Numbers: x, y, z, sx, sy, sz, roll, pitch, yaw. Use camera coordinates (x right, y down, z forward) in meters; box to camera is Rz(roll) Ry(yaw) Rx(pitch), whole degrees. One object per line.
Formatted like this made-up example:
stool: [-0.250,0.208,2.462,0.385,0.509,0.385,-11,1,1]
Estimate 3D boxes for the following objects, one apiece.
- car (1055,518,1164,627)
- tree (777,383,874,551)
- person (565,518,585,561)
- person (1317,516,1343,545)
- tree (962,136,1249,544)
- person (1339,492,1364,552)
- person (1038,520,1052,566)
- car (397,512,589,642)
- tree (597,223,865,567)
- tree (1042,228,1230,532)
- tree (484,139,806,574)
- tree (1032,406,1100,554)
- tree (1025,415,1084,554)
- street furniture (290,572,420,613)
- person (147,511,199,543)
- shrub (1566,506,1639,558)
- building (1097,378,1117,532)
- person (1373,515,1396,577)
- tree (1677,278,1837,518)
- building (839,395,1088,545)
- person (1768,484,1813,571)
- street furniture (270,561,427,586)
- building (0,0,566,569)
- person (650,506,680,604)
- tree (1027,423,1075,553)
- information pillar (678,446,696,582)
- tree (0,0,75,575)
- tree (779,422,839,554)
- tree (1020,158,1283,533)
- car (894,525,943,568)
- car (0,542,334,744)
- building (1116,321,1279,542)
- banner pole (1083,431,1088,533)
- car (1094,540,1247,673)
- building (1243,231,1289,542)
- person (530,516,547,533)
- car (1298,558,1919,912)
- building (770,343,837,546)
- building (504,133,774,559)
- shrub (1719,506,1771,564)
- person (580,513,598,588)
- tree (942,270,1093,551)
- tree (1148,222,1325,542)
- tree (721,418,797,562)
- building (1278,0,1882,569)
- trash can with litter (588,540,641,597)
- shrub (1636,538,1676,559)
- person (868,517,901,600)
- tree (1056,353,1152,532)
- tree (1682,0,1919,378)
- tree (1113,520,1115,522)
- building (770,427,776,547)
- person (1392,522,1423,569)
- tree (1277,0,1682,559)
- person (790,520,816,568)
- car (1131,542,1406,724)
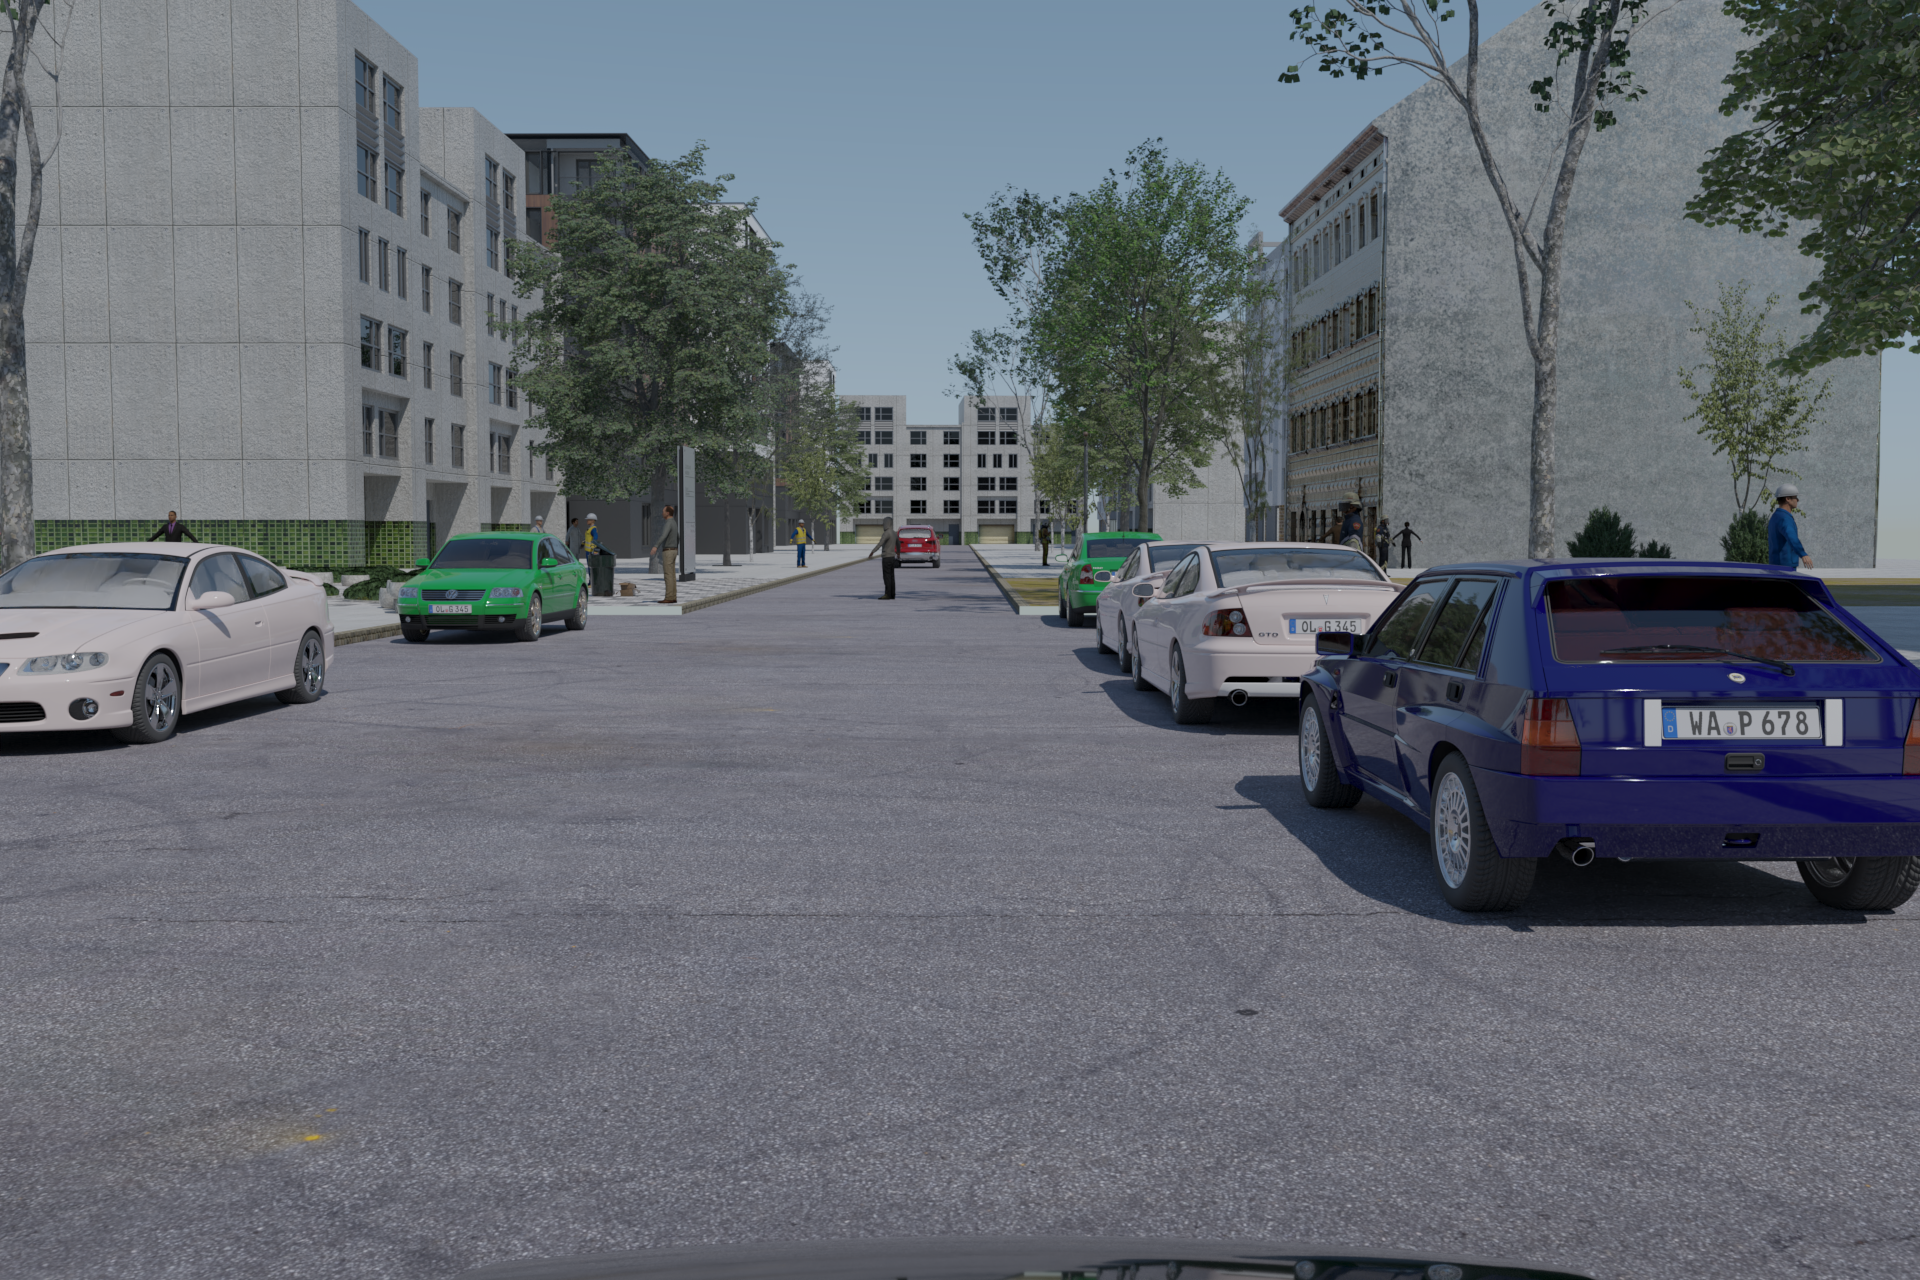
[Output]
car: [2.555,-1.183,28.134,1.959,1.807,4.718,0,4,0]
tree: [-10.358,-12.932,129.565,7.486,12.596,7.792,0,3,0]
person: [-12.562,-3.086,56.649,0.705,1.806,1.347,1,4,21]
person: [11.119,-2.735,50.848,1.346,1.812,0.704,0,4,7]
tree: [6.852,-13.879,82.804,12.611,20.169,13.585,0,3,0]
person: [5.272,-1.082,23.554,0.704,1.845,1.351,0,4,7]
person: [3.463,-3.906,69.628,0.705,1.858,1.354,0,4,-7]
car: [-6.506,-0.958,24.463,1.959,1.807,4.718,0,4,0]
tree: [-9.283,-9.659,68.302,12.009,13.543,11.850,0,3,0]
tree: [6.309,-8.857,62.932,7.486,12.596,7.792,0,3,0]
tree: [-9.812,-9.094,55.345,9.857,13.997,8.962,0,3,0]
tree: [5.768,-8.859,95.207,4.737,8.622,4.395,0,3,0]
tree: [6.122,-9.460,105.026,4.737,8.622,4.395,0,3,0]
street furniture: [-11.853,-0.964,31.387,5.734,0.657,10.072,-1,4,-14]
person: [-17.535,-1.979,38.582,1.346,1.802,0.704,0,4,-1]
shrub: [15.794,-2.335,42.601,1.690,2.028,1.600,0,3,0]
building: [21.472,-21.334,205.238,16.016,20.090,11.380,0,3,0]
person: [12.500,-2.765,50.988,0.705,1.856,1.354,2,4,33]
tree: [22.534,-6.068,49.575,4.737,8.622,4.395,0,3,0]
building: [0.158,-21.930,227.465,31.486,18.905,16.747,0,4,-3]
person: [9.230,-0.822,19.328,0.705,1.842,1.347,1,4,13]
street furniture: [-15.418,-1.771,44.587,10.072,0.657,5.734,-3,4,-37]
building: [-28.478,-12.581,72.154,16.747,18.905,31.486,0,3,0]
person: [-5.401,-1.575,32.020,0.705,1.796,1.348,1,4,9]
tree: [6.263,-10.054,114.744,4.737,8.622,4.395,0,3,0]
information pillar: [-7.419,-3.408,47.029,0.184,3.620,1.656,0,4,1]
tree: [-13.364,-10.096,20.954,12.611,20.169,13.585,0,3,0]
tree: [-9.601,-9.896,112.163,4.737,8.622,4.395,0,3,0]
tree: [5.188,-7.484,48.125,9.928,11.665,9.643,0,3,0]
car: [-1.860,-3.994,73.975,2.281,1.827,5.304,0,3,0]
car: [-6.404,-0.060,13.350,2.083,1.381,4.827,0,3,0]
building: [23.648,-17.497,152.539,16.747,18.905,31.486,0,4,0]
banner pole: [3.069,-3.188,42.134,0.401,3.779,0.863,0,4,-1]
car: [2.577,-0.422,19.269,2.083,1.381,4.827,0,4,0]
building: [23.262,-15.475,109.435,16.016,20.090,11.380,0,3,0]
person: [-12.984,-2.916,53.536,0.705,1.847,1.347,2,4,28]
car: [2.705,0.285,7.928,1.945,1.354,3.894,0,4,-1]
building: [-29.264,-21.818,200.702,27.936,21.610,32.646,0,4,0]
building: [-27.235,-15.966,105.020,27.936,21.610,32.646,0,4,1]
shrub: [20.973,-2.535,45.874,1.690,2.028,1.600,0,3,0]
person: [-8.844,-2.123,41.168,0.721,1.772,1.216,-2,4,-25]
tree: [5.037,-16.546,126.416,12.611,20.169,13.585,0,3,0]
tree: [7.074,-5.503,40.331,4.360,8.622,3.978,0,3,0]
tree: [-9.603,-7.898,79.490,4.360,8.622,3.978,0,3,0]
building: [24.764,-14.787,72.700,19.493,23.208,18.063,0,4,0]
trash can with litter: [-7.117,-1.485,35.667,1.055,1.170,0.624,0,4,-1]
shrub: [14.755,-1.571,36.798,1.383,1.207,1.383,0,3,0]
person: [-1.588,-1.787,37.809,0.705,1.813,1.348,2,4,26]
tree: [5.991,-7.371,70.872,4.737,8.622,4.395,0,3,0]
tree: [8.800,-5.802,12.988,7.486,12.596,7.792,0,3,0]
tree: [21.284,-16.624,222.156,4.360,8.622,3.978,0,3,0]
building: [-26.418,-17.573,153.781,16.747,18.905,31.486,0,4,0]
person: [16.410,-3.485,63.705,1.216,1.740,0.721,0,4,6]
tree: [8.697,-10.538,28.180,12.611,20.169,13.585,0,3,0]
person: [-6.018,-3.664,65.874,0.705,1.833,1.349,3,5,41]
car: [2.530,-0.126,14.426,2.083,1.381,4.827,0,4,-1]
